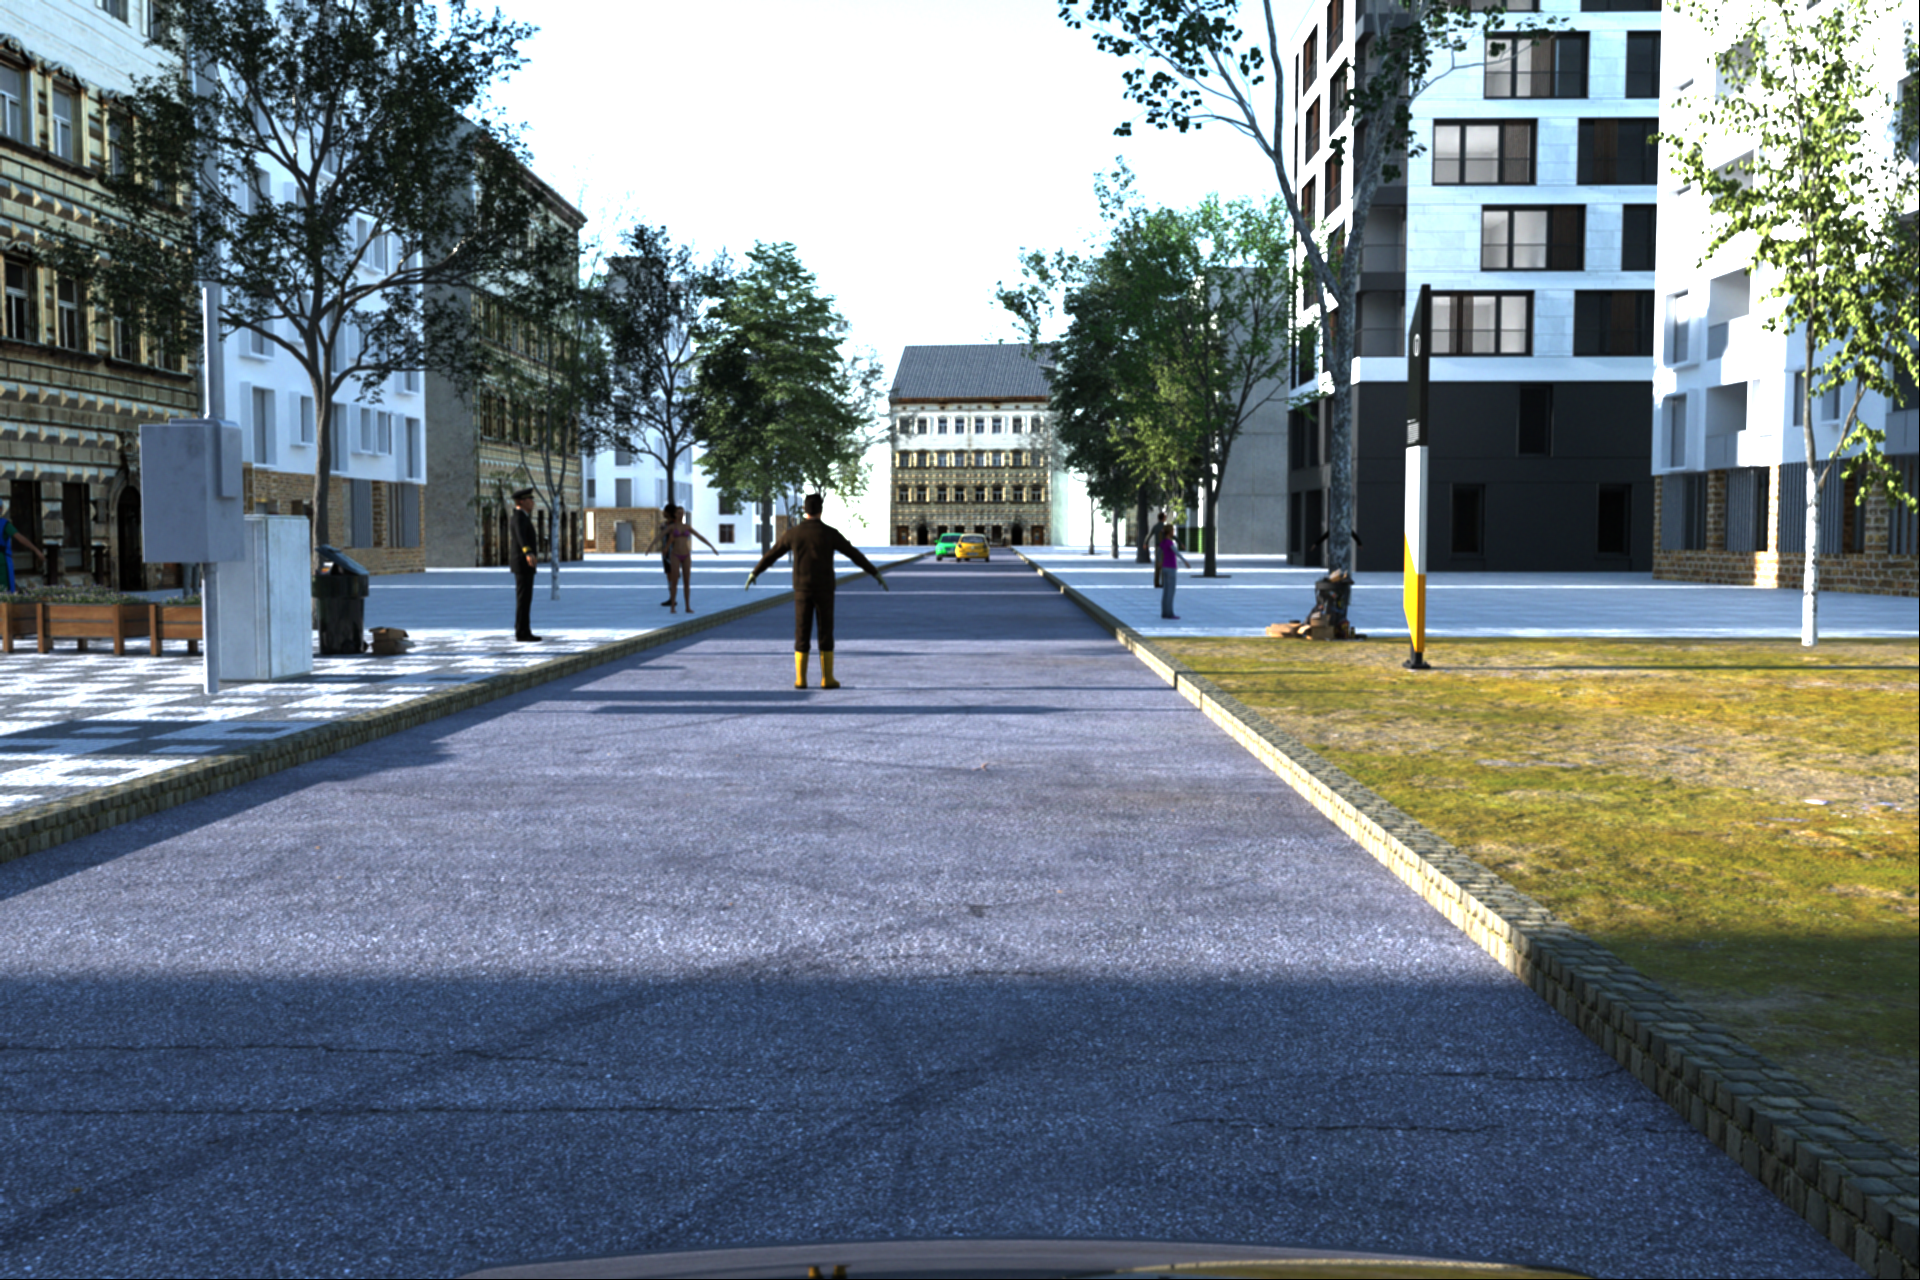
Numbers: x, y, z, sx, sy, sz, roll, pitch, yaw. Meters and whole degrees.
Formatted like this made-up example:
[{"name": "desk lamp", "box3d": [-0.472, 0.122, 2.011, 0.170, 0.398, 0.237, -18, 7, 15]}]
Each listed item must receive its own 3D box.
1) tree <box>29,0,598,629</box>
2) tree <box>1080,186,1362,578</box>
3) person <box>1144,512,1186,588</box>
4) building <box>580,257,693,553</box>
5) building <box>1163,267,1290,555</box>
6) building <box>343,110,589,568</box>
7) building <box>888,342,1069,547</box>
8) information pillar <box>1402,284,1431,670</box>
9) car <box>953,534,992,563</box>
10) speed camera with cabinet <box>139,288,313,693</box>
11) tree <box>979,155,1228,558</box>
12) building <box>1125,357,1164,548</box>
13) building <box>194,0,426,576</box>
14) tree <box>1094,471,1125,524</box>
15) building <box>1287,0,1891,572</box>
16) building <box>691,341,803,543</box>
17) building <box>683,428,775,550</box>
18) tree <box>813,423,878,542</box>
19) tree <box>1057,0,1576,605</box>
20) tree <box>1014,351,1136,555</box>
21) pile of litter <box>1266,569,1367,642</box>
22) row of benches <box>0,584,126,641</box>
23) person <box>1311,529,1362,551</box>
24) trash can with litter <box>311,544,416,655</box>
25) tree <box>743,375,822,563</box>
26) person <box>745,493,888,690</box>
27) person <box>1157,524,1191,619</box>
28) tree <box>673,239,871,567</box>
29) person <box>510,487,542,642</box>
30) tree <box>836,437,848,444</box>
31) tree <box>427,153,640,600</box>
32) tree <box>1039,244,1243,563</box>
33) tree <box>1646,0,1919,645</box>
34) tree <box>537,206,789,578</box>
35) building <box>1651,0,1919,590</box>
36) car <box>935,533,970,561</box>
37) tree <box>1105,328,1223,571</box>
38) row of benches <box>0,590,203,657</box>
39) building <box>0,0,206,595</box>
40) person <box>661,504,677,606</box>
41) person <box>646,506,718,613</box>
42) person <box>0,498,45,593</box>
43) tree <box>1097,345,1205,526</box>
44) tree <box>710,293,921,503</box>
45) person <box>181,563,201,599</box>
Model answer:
[{"name": "tree", "box3d": [-8.349, -5.430, 23.188, 7.601, 10.594, 8.767, -3, 5, -40]}, {"name": "tree", "box3d": [7.578, -7.667, 51.110, 9.928, 11.665, 9.643, 0, 3, 0]}, {"name": "person", "box3d": [4.839, -2.150, 41.425, 0.705, 1.796, 1.348, -3, 4, -39]}, {"name": "building", "box3d": [-25.736, -16.090, 119.496, 16.016, 20.090, 11.380, 0, 4, 2]}, {"name": "building", "box3d": [24.574, -15.704, 123.216, 16.747, 18.905, 31.486, 0, 4, 1]}, {"name": "building", "box3d": [-27.526, -14.877, 74.175, 19.493, 23.208, 18.063, 0, 3, 0]}, {"name": "building", "box3d": [2.591, -22.340, 198.646, 18.063, 23.208, 19.493, 1, 4, 10]}, {"name": "information pillar", "box3d": [4.362, -1.540, 16.527, 0.183, 3.616, 0.504, 0, 4, 1]}, {"name": "car", "box3d": [0.657, -4.799, 88.687, 2.015, 1.641, 3.980, 0, 4, 1]}, {"name": "speed camera with cabinet", "box3d": [-6.209, -1.247, 14.731, 0.660, 3.252, 2.038, 0, 4, 1]}, {"name": "tree", "box3d": [7.291, -14.287, 89.481, 12.611, 20.169, 13.585, 0, 3, 0]}, {"name": "building", "box3d": [26.320, -20.799, 170.986, 19.493, 23.208, 18.063, 0, 4, 1]}, {"name": "building", "box3d": [-23.109, -11.520, 44.765, 16.016, 20.090, 11.380, 0, 4, 1]}, {"name": "tree", "box3d": [19.529, -17.669, 195.539, 9.857, 13.997, 8.962, 0, 3, 0]}, {"name": "building", "box3d": [27.652, -14.062, 73.896, 27.936, 21.610, 32.646, 0, 4, 1]}, {"name": "building", "box3d": [-21.629, -19.070, 168.213, 16.016, 20.090, 11.380, 0, 4, 1]}, {"name": "building", "box3d": [-20.433, -12.725, 150.199, 9.099, 9.664, 28.070, 0, 4, 1]}, {"name": "tree", "box3d": [-6.757, -9.443, 104.756, 4.737, 8.622, 4.395, 0, 3, 0]}, {"name": "tree", "box3d": [6.227, -10.773, 32.029, 12.611, 20.169, 13.585, 0, 3, 0]}, {"name": "tree", "box3d": [8.209, -11.962, 105.949, 12.009, 13.543, 11.850, 0, 3, 0]}, {"name": "pile of litter", "box3d": [4.412, -0.459, 21.468, 1.176, 0.858, 1.719, 0, 4, 0]}, {"name": "row of benches", "box3d": [-12.218, -0.358, 21.312, 4.104, 0.672, 1.422, 0, 4, 6]}, {"name": "person", "box3d": [8.602, -2.028, 39.345, 1.347, 1.806, 0.705, -1, 4, -20]}, {"name": "trash can with litter", "box3d": [-6.380, -0.438, 18.547, 1.055, 1.170, 0.624, 0, 4, 2]}, {"name": "tree", "box3d": [-7.581, -7.659, 75.595, 4.737, 8.622, 4.395, 0, 3, 0]}, {"name": "person", "box3d": [-1.344, -0.455, 16.042, 1.346, 1.812, 0.704, 0, 4, 6]}, {"name": "person", "box3d": [3.212, -1.033, 26.160, 0.599, 1.433, 0.991, -1, 4, -20]}, {"name": "tree", "box3d": [-7.292, -9.089, 66.731, 7.486, 12.596, 7.792, 0, 3, 0]}, {"name": "person", "box3d": [-5.184, -0.904, 20.714, 0.705, 1.837, 1.347, -1, 4, -14]}, {"name": "tree", "box3d": [-18.584, -20.959, 198.574, 12.611, 20.169, 13.585, 0, 3, 0]}, {"name": "tree", "box3d": [-7.759, -5.071, 33.278, 4.360, 8.622, 3.978, 0, 3, 0]}, {"name": "tree", "box3d": [8.158, -10.371, 76.213, 9.857, 13.997, 8.962, 0, 3, 0]}, {"name": "tree", "box3d": [9.996, -4.234, 19.590, 4.737, 8.622, 4.395, 0, 3, 0]}, {"name": "tree", "box3d": [-8.622, -7.080, 50.174, 7.601, 10.594, 8.767, -1, 4, -23]}, {"name": "building", "box3d": [24.442, -11.614, 46.310, 16.016, 20.090, 11.380, 0, 4, 1]}, {"name": "car", "box3d": [-0.355, -5.166, 93.254, 1.959, 1.807, 4.718, 0, 4, 1]}, {"name": "tree", "box3d": [7.339, -6.729, 60.387, 4.737, 8.622, 4.395, 0, 3, 0]}, {"name": "row of benches", "box3d": [-9.328, -0.194, 18.640, 4.104, 0.672, 1.422, 1, 4, 16]}, {"name": "building", "box3d": [-27.373, -12.304, 32.093, 19.493, 23.208, 18.063, 0, 3, 0]}, {"name": "person", "box3d": [-5.209, -1.521, 31.005, 0.704, 1.843, 1.345, -1, 4, -9]}, {"name": "person", "box3d": [-4.517, -1.304, 28.116, 1.217, 1.733, 0.721, -2, 4, -26]}, {"name": "person", "box3d": [-13.838, -1.150, 24.925, 1.347, 1.817, 0.704, 1, 4, 9]}, {"name": "tree", "box3d": [7.944, -7.086, 66.222, 4.360, 8.622, 3.978, 0, 3, 0]}, {"name": "tree", "box3d": [-7.105, -10.829, 87.426, 12.009, 13.543, 11.850, 0, 3, 0]}, {"name": "person", "box3d": [-15.196, -1.719, 34.291, 0.705, 1.806, 1.347, 1, 4, 21]}]
